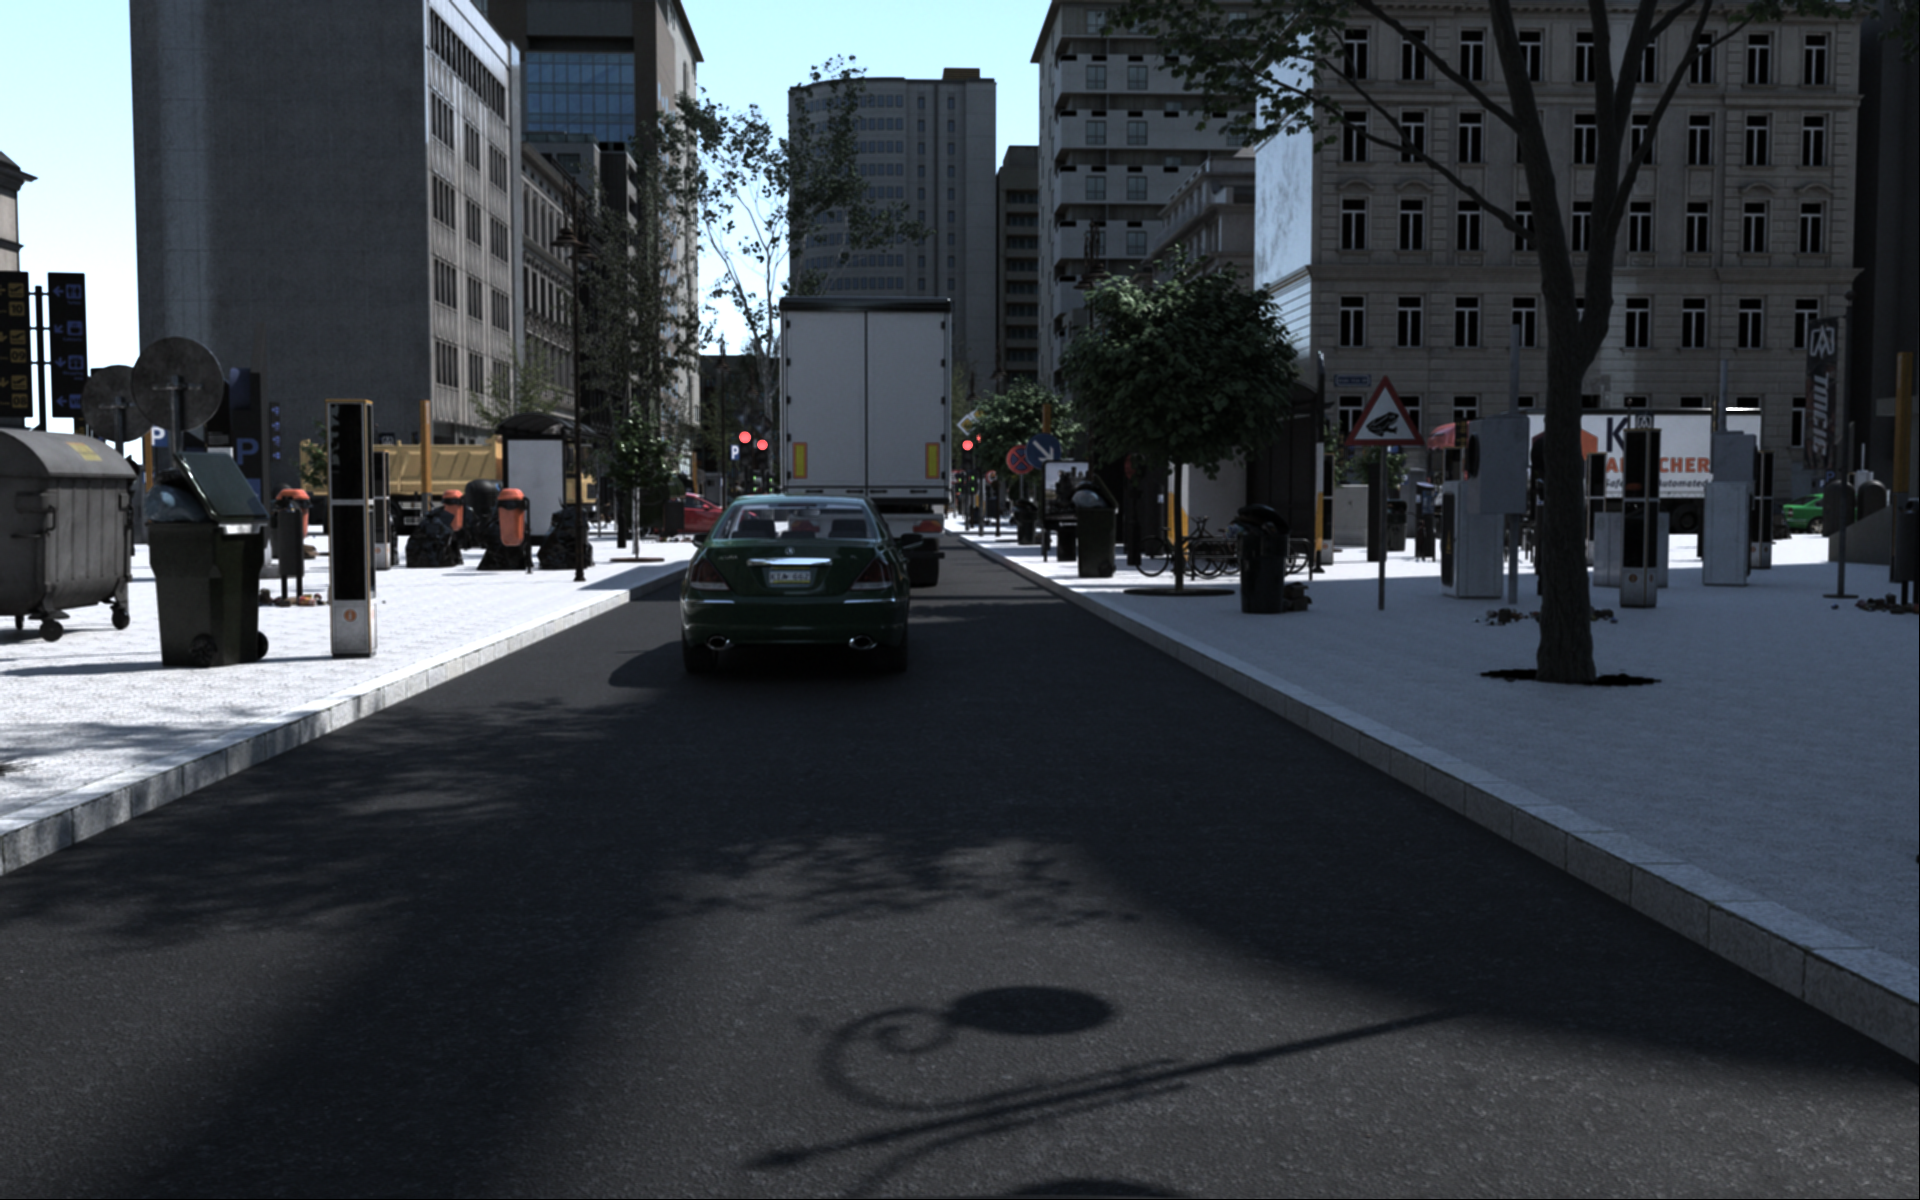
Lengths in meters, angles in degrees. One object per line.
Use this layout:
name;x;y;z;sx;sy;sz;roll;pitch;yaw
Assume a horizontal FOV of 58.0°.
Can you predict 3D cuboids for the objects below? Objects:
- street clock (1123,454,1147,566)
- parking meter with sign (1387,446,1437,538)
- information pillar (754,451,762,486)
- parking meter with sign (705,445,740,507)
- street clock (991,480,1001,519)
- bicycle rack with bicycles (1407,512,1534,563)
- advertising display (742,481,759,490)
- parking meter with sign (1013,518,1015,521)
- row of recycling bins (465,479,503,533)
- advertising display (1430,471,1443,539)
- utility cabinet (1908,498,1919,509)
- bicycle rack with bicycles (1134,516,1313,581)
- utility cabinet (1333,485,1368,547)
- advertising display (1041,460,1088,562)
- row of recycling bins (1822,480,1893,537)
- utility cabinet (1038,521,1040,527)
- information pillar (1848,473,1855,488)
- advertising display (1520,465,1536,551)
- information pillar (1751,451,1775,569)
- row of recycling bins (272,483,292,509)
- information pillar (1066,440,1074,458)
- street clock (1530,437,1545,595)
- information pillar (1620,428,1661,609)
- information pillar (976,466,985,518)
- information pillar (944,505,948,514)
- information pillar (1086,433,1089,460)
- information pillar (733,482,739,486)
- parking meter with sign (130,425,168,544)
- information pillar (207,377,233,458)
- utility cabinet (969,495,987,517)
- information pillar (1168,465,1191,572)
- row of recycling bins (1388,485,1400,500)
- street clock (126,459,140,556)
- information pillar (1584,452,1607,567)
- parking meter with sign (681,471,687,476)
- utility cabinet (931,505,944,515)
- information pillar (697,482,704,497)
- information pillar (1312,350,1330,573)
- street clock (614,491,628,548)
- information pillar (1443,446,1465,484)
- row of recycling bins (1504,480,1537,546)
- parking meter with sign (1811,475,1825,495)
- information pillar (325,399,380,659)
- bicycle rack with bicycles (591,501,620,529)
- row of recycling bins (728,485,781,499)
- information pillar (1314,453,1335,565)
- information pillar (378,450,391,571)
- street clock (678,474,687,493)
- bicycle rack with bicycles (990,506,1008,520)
street clock;3.133;-1.622;31.088;0.358;2.002;0.471;-2;4;-26
parking meter with sign;13.218;-3.314;50.447;1.738;3.016;0.543;-2;4;-29
information pillar;-9.919;-5.733;85.082;0.504;3.616;0.183;0;4;-8
parking meter with sign;-8.672;-3.993;61.552;1.738;3.016;0.543;2;4;30
street clock;1.851;-5.183;89.314;0.471;2.002;0.358;1;4;13
bicycle rack with bicycles;9.878;-1.215;33.251;2.852;0.926;2.925;1;4;16
advertising display;-10.080;-4.783;83.416;0.974;1.923;0.123;-3;5;-43
parking meter with sign;3.161;-4.860;75.715;1.738;3.016;0.543;0;4;-4
row of recycling bins;-13.298;-2.569;49.114;1.069;1.692;3.534;0;4;-2
advertising display;13.761;-2.702;49.384;0.974;1.923;0.123;-3;4;-36
utility cabinet;56.216;-5.539;101.721;0.306;1.237;1.020;-1;4;-22
bicycle rack with bicycles;4.143;-0.813;26.676;2.925;0.926;2.852;0;4;0
utility cabinet;9.400;-2.021;41.721;0.318;1.500;1.173;-3;5;-40
advertising display;2.033;-1.696;32.940;0.974;1.923;0.123;-1;4;-13
row of recycling bins;27.660;-2.721;51.596;3.534;1.692;1.069;1;4;10
utility cabinet;3.368;-3.418;67.053;1.020;1.237;0.306;1;4;9
information pillar;31.498;-3.483;61.444;0.304;2.012;0.304;-1;4;-17
advertising display;12.909;-2.090;39.379;0.123;1.923;0.974;0;4;5
information pillar;13.690;-1.539;29.651;0.304;2.012;0.304;-2;4;-29
row of recycling bins;-27.533;-3.657;66.904;3.534;1.692;1.069;0;4;-3
information pillar;4.603;-4.976;72.704;0.183;3.616;0.504;-2;4;-27
street clock;7.449;-1.058;21.874;0.471;2.002;0.358;-1;4;-23
information pillar;7.665;-0.919;19.517;0.304;2.012;0.304;-3;5;-44
information pillar;1.090;-6.119;91.408;0.504;3.616;0.183;1;4;12
information pillar;-0.977;-7.224;109.463;0.504;3.616;0.183;-2;4;-32
information pillar;4.918;-4.604;66.626;0.183;3.616;0.504;0;4;-2
information pillar;-13.127;-5.938;101.582;0.304;2.012;0.304;-1;4;-21
parking meter with sign;-20.977;-2.953;44.545;1.738;3.016;0.543;3;5;43
information pillar;-13.145;-2.411;30.771;0.504;3.616;0.183;1;4;13
utility cabinet;0.997;-5.331;98.331;1.020;1.237;0.306;1;4;13
information pillar;3.587;-2.263;28.358;0.183;3.616;0.504;3;5;41
row of recycling bins;16.560;-3.321;61.413;3.534;1.692;1.069;-1;4;-10
street clock;-17.215;-1.909;35.784;0.358;2.002;0.471;3;4;37
information pillar;11.263;-1.602;30.689;0.304;2.012;0.304;1;4;13
parking meter with sign;-20.222;-8.221;130.674;1.738;3.016;0.543;3;4;38
utility cabinet;-1.358;-5.471;100.614;0.306;1.237;1.020;3;5;41
information pillar;-13.413;-5.209;89.660;0.304;2.012;0.304;0;3;0
information pillar;5.837;-2.248;28.102;0.183;3.616;0.504;0;4;7
street clock;-8.043;-2.236;41.129;0.358;2.002;0.471;0;4;-4
information pillar;7.663;-1.372;26.925;0.304;2.012;0.304;1;4;21
row of recycling bins;14.435;-2.264;44.130;1.069;1.692;3.534;2;4;25
parking meter with sign;34.936;-4.532;70.354;0.543;3.016;1.738;0;4;5
information pillar;-4.775;-0.557;13.600;0.304;2.012;0.304;-1;4;-9
bicycle rack with bicycles;-11.910;-3.125;64.481;2.925;0.926;2.852;1;4;13
row of recycling bins;-9.518;-4.555;81.582;3.534;1.692;1.069;2;4;35
information pillar;6.588;-1.641;31.315;0.304;2.012;0.304;0;4;3
information pillar;-9.771;-1.506;29.116;0.304;2.012;0.304;0;4;-6
street clock;-9.845;-3.474;61.378;0.358;2.002;0.471;-2;4;-29
bicycle rack with bicycles;2.716;-4.384;85.062;2.852;0.926;2.925;1;4;16
